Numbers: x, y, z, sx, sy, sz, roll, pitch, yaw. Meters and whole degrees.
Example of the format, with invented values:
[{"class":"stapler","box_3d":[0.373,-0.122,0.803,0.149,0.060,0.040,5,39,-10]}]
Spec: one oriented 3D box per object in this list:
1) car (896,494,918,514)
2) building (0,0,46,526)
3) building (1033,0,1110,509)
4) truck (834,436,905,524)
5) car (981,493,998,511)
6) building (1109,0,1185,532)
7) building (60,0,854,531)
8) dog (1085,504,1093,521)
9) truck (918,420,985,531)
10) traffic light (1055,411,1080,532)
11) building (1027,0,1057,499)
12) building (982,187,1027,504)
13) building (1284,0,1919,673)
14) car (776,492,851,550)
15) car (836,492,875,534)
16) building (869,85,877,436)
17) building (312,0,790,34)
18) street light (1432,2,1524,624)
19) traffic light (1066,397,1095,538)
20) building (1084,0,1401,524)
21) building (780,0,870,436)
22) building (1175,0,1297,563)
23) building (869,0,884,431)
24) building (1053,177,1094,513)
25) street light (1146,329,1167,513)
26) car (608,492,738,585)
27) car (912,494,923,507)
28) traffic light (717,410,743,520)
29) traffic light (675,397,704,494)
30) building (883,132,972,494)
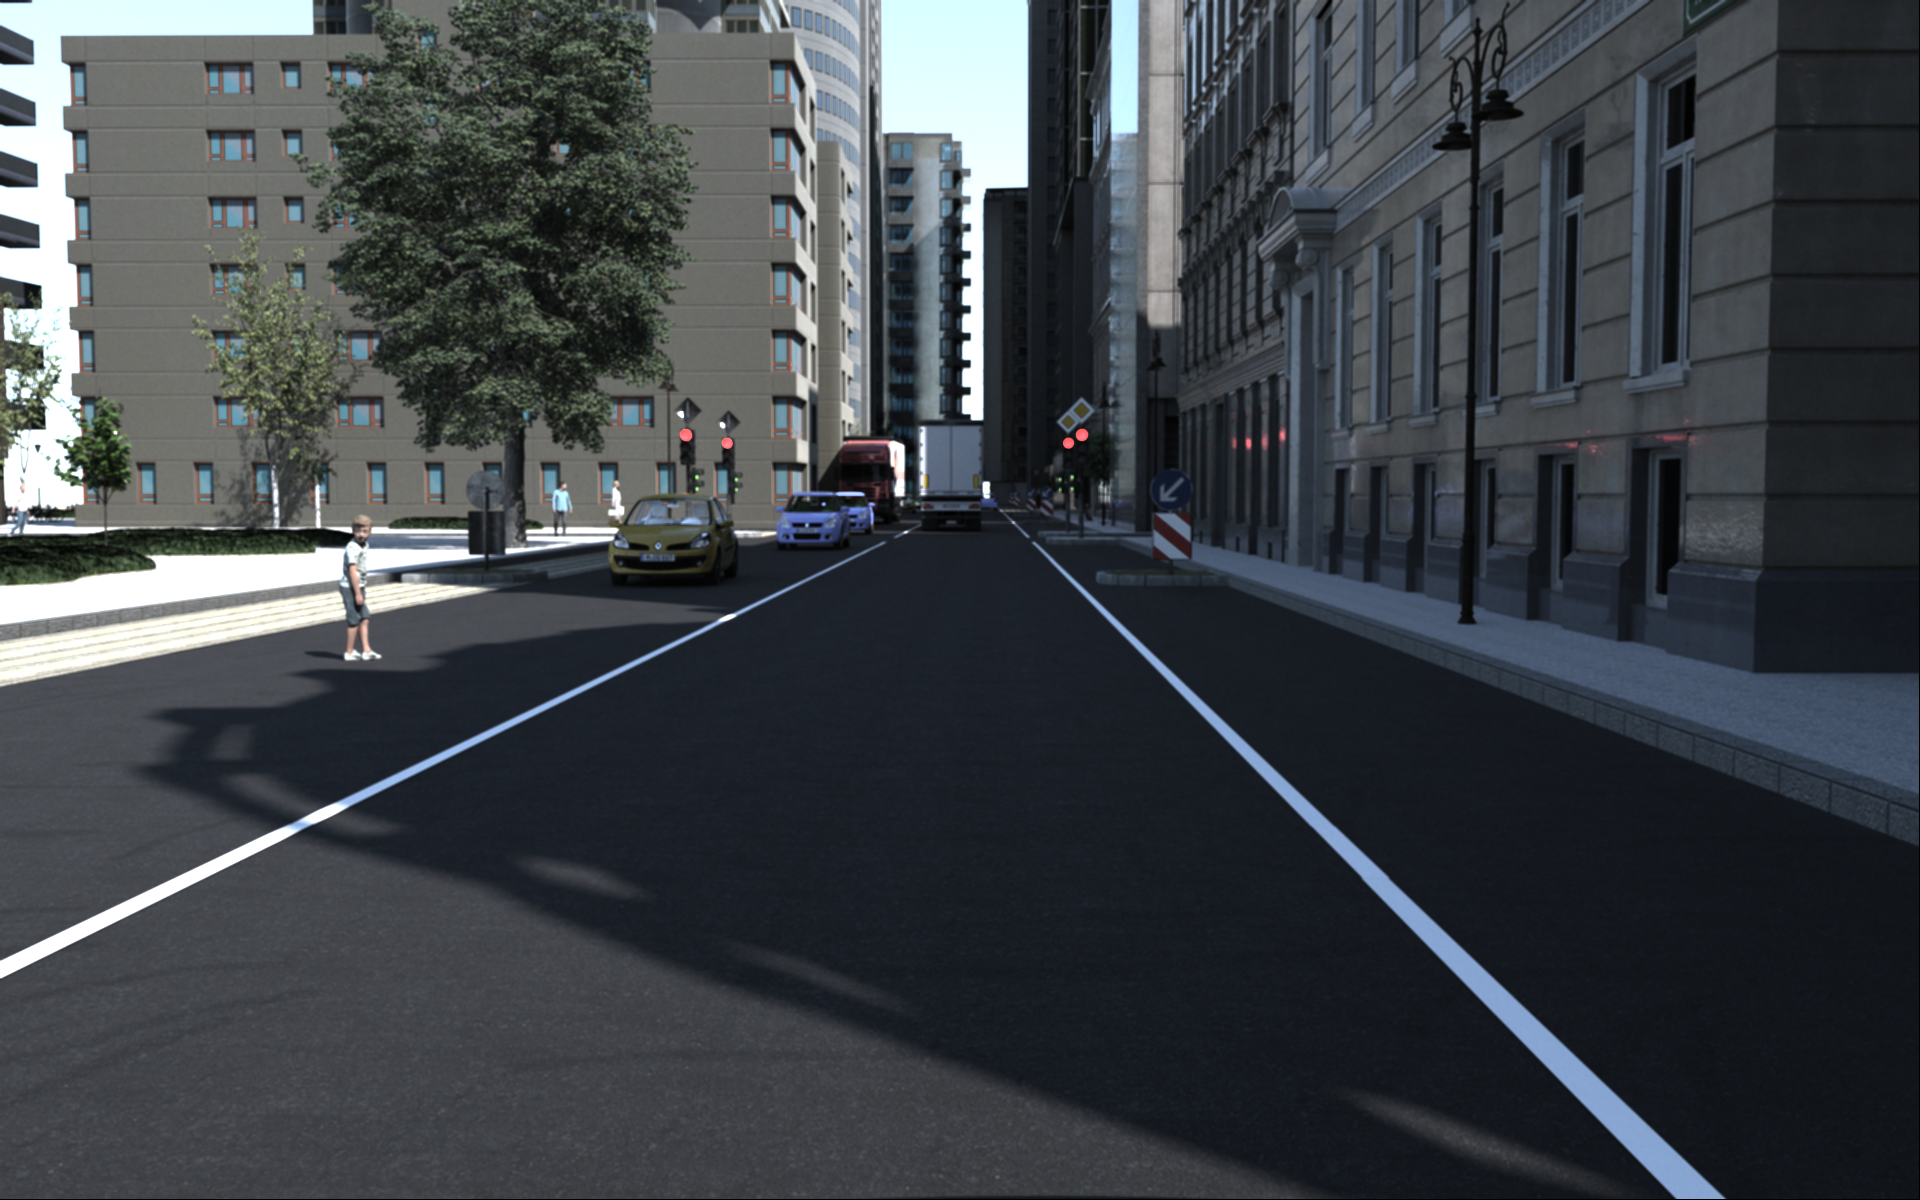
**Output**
[{"class":"car","box_3d":[-4.117,-7.213,128.155,2.015,1.641,3.980,0,4,0]},{"class":"building","box_3d":[-45.278,-25.328,64.223,14.200,45.320,14.600,0,4,1]},{"class":"building","box_3d":[17.841,-44.719,169.409,20.563,71.187,20.611,0,4,1]},{"class":"truck","box_3d":[-4.354,-5.948,86.162,2.839,4.237,11.283,0,4,2]},{"class":"car","box_3d":[2.288,-8.367,146.396,1.945,1.707,3.694,0,3,0]},{"class":"building","box_3d":[15.868,-14.982,62.970,19.932,24.808,12.078,0,4,1]},{"class":"building","box_3d":[-19.811,-14.360,79.823,27.650,21.520,28.899,0,4,1]},{"class":"dog","box_3d":[6.165,-4.108,81.544,0.800,0.831,0.513,-1,4,-22]},{"class":"truck","box_3d":[-0.338,-5.012,70.858,2.839,4.237,11.283,0,3,0]},{"class":"traffic light","box_3d":[3.603,-4.230,58.088,0.839,4.253,0.868,0,4,1]},{"class":"building","box_3d":[18.043,-39.888,194.161,21.231,58.520,28.212,0,4,1]},{"class":"building","box_3d":[9.835,-33.047,223.911,14.086,41.232,14.154,0,4,1]},{"class":"building","box_3d":[12.036,-14.388,21.149,13.634,28.700,20.117,0,4,1]},{"class":"car","box_3d":[-3.849,-2.213,45.771,1.945,1.707,3.694,0,4,1]},{"class":"car","box_3d":[-4.022,-3.245,62.653,1.945,1.707,3.694,0,4,-1]},{"class":"building","box_3d":[-15.575,-29.656,168.474,14.154,41.232,14.086,0,4,1]},{"class":"building","box_3d":[-24.810,-25.881,115.035,32.217,40.220,23.993,0,4,1]},{"class":"street light","box_3d":[5.021,-2.703,16.974,0.468,5.910,1.993,0,4,1]},{"class":"traffic light","box_3d":[3.490,-3.742,50.103,0.839,4.253,0.868,0,4,1]},{"class":"building","box_3d":[13.831,-18.705,91.726,13.634,28.700,20.117,0,4,1]},{"class":"building","box_3d":[-19.082,-36.985,146.701,21.231,58.520,28.212,0,4,1]},{"class":"building","box_3d":[10.841,-11.713,40.653,9.793,20.994,18.267,0,4,1]},{"class":"building","box_3d":[-19.548,-46.456,197.807,20.611,71.187,20.563,0,4,1]},{"class":"building","box_3d":[14.053,-18.267,117.734,14.314,24.678,30.058,0,4,1]},{"class":"street light","box_3d":[5.496,-4.638,48.621,0.468,5.910,1.993,0,4,1]},{"class":"car","box_3d":[-4.679,-1.120,28.543,2.015,1.641,3.980,0,4,-1]},{"class":"car","box_3d":[-3.942,-9.409,162.640,1.959,1.807,4.718,0,4,1]},{"class":"traffic light","box_3d":[-7.757,-4.239,58.232,0.839,4.253,0.868,0,4,1]},{"class":"traffic light","box_3d":[-7.870,-3.751,50.247,0.839,4.253,0.868,0,4,1]},{"class":"building","box_3d":[-13.694,-37.192,227.691,30.456,49.044,23.786,0,4,1]}]
